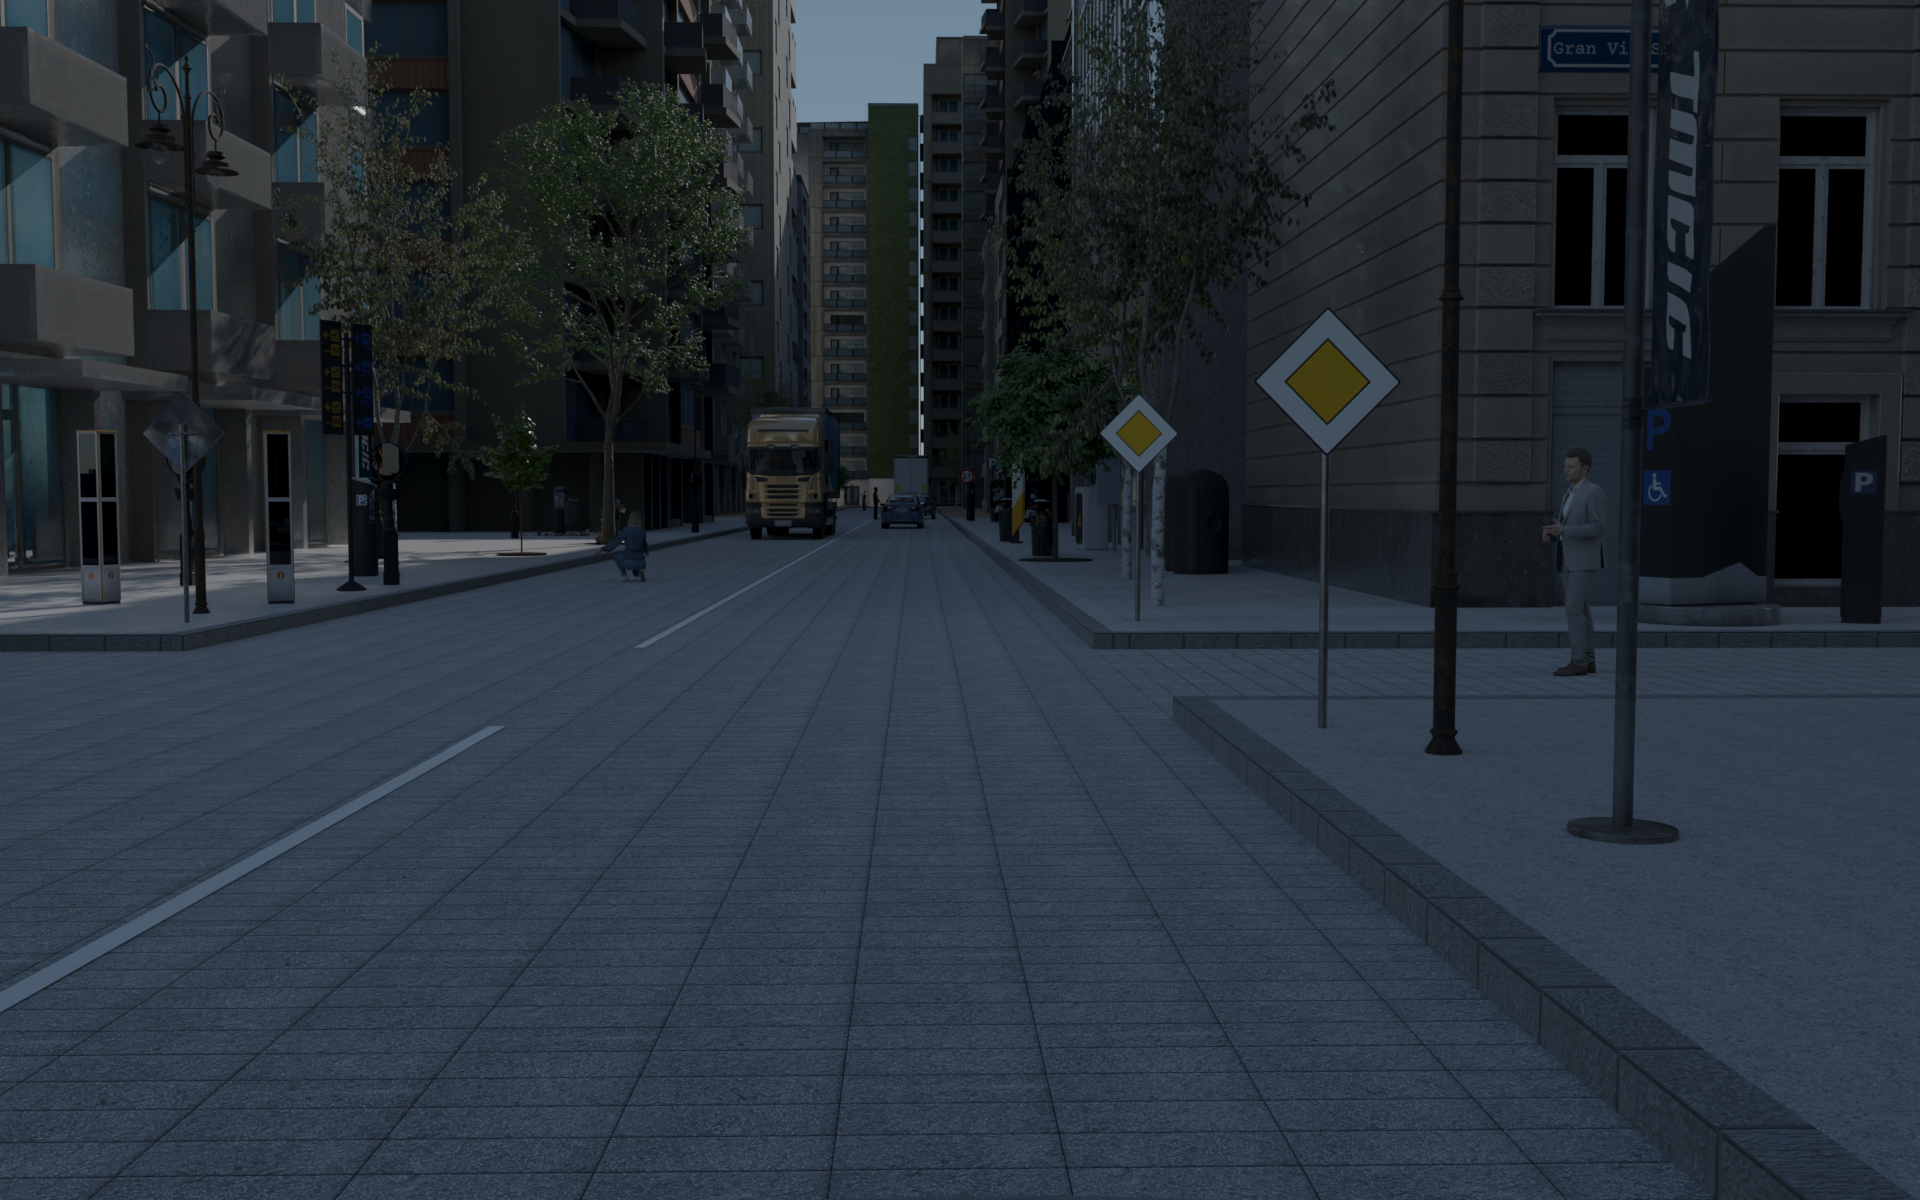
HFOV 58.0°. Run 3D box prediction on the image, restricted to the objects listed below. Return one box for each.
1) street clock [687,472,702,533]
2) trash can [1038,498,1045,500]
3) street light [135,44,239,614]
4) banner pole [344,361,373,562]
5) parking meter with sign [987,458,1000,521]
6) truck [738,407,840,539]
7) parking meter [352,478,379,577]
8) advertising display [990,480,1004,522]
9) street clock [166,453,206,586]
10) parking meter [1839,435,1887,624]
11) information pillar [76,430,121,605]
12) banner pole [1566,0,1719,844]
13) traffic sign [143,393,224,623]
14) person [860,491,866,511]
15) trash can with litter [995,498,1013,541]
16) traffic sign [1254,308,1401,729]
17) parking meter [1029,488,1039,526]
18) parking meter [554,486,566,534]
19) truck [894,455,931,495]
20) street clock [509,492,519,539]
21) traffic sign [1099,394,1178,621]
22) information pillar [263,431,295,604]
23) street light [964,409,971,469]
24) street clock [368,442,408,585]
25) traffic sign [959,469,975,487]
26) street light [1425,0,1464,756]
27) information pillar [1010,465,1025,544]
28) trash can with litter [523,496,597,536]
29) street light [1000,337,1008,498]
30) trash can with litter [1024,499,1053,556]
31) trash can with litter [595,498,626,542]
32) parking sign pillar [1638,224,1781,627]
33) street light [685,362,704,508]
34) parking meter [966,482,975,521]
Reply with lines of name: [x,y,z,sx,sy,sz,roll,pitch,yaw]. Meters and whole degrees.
street clock: [-8.783,-3.231,57.402,0.471,2.002,0.358,2,4,32]
trash can: [3.140,-3.622,70.878,0.748,1.137,0.748,0,3,0]
street light: [-8.150,-2.791,18.427,0.468,5.910,1.993,0,4,-1]
banner pole: [-11.359,-2.619,32.830,0.401,3.779,0.863,1,4,15]
parking meter with sign: [1.632,-5.249,82.083,0.543,3.016,1.738,0,4,-5]
truck: [-5.548,-4.247,58.360,2.839,4.237,11.283,0,4,-1]
parking meter: [-9.293,-1.140,27.055,0.372,1.533,0.369,0,3,0]
advertising display: [1.718,-4.495,78.701,0.123,1.923,0.974,3,5,40]
street clock: [-10.801,-1.202,24.224,0.471,2.002,0.358,0,4,6]
parking meter: [8.956,-0.703,17.210,0.399,1.863,0.255,2,4,31]
information pillar: [-10.004,-0.956,20.125,0.304,2.012,0.304,1,4,16]
banner pole: [2.502,-0.989,6.189,0.401,3.779,0.863,0,4,-1]
traffic sign: [-7.703,-0.829,17.204,0.795,2.450,0.064,0,4,-1]
person: [-8.439,-8.618,150.214,0.742,1.727,0.445,1,4,23]
trash can with litter: [1.245,-2.175,46.953,0.624,1.170,1.055,0,4,1]
traffic sign: [1.983,-0.354,9.431,0.795,2.450,0.064,0,4,-1]
parking meter: [2.987,-3.766,69.981,0.372,1.533,0.369,0,3,0]
parking meter: [-12.830,-2.881,55.518,0.372,1.533,0.369,0,3,0]
truck: [-3.598,-8.630,130.015,2.839,4.237,11.283,0,4,-1]
street clock: [-12.852,-2.775,49.933,0.358,2.002,0.471,-2,4,-28]
traffic sign: [1.789,-0.842,17.414,0.795,2.450,0.064,0,4,-1]
information pillar: [-7.972,-0.965,20.278,0.304,2.012,0.304,-1,4,-22]
street light: [0.427,-7.293,92.022,0.468,5.910,1.993,0,4,-1]
street clock: [-8.025,-1.213,24.395,0.471,2.002,0.358,0,4,-4]
traffic sign: [0.349,-5.287,86.548,0.768,2.556,0.104,0,4,5]
street light: [2.396,-2.178,8.405,0.468,5.910,1.993,0,4,-1]
information pillar: [1.506,-3.275,44.905,0.183,3.616,0.504,-2,4,-31]
trash can with litter: [-12.264,-2.578,53.202,2.233,1.210,1.678,0,4,1]
street light: [1.345,-4.795,51.183,0.468,5.910,1.993,0,4,-1]
trash can with litter: [1.702,-1.506,36.010,0.624,1.170,1.055,1,4,10]
trash can with litter: [-9.235,-2.094,45.626,0.624,1.170,1.055,0,4,5]
parking sign pillar: [7.472,-1.765,17.327,1.447,3.967,1.447,-2,4,-24]
street light: [-9.059,-5.288,59.254,0.468,5.910,1.993,0,4,-1]
parking meter: [0.516,-4.708,82.690,0.255,1.863,0.399,3,5,40]
